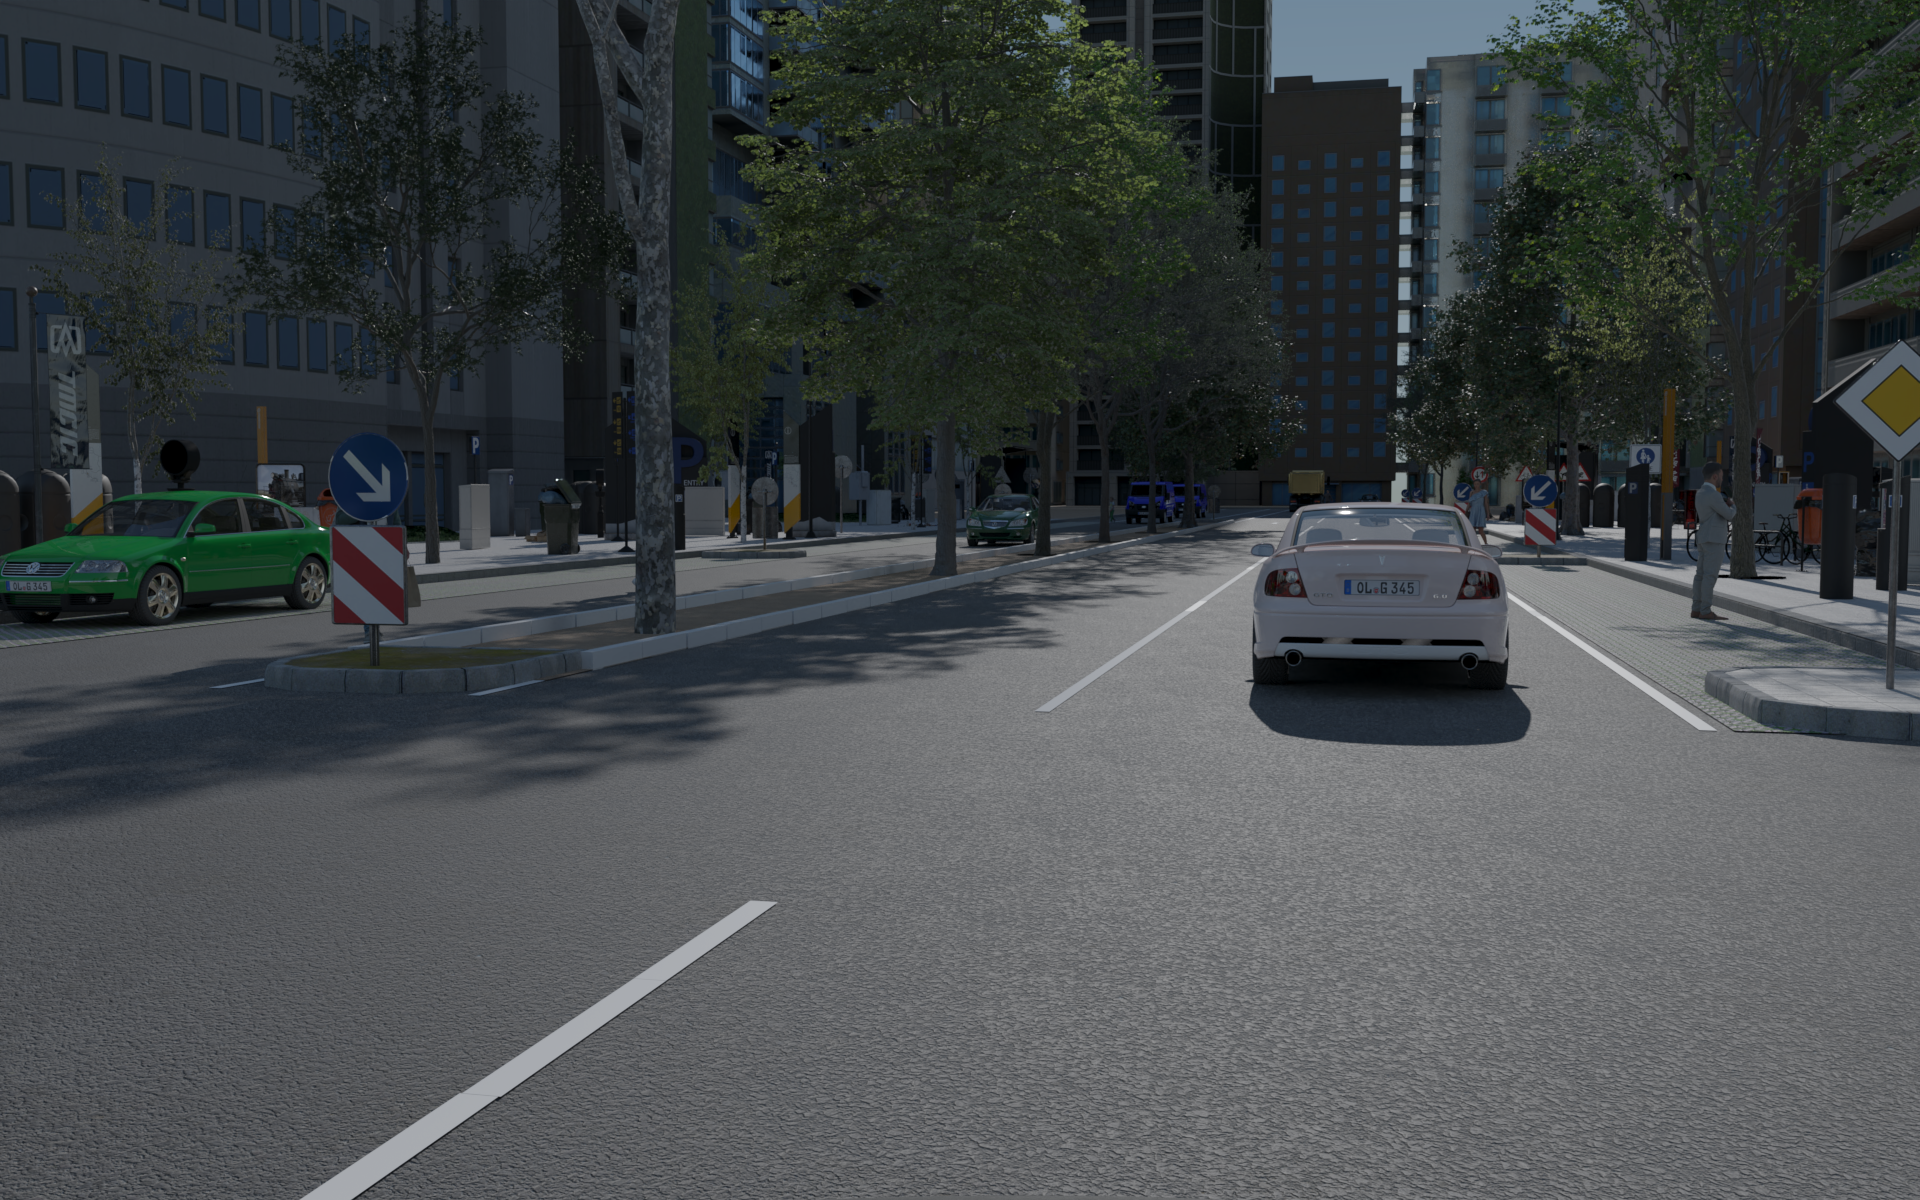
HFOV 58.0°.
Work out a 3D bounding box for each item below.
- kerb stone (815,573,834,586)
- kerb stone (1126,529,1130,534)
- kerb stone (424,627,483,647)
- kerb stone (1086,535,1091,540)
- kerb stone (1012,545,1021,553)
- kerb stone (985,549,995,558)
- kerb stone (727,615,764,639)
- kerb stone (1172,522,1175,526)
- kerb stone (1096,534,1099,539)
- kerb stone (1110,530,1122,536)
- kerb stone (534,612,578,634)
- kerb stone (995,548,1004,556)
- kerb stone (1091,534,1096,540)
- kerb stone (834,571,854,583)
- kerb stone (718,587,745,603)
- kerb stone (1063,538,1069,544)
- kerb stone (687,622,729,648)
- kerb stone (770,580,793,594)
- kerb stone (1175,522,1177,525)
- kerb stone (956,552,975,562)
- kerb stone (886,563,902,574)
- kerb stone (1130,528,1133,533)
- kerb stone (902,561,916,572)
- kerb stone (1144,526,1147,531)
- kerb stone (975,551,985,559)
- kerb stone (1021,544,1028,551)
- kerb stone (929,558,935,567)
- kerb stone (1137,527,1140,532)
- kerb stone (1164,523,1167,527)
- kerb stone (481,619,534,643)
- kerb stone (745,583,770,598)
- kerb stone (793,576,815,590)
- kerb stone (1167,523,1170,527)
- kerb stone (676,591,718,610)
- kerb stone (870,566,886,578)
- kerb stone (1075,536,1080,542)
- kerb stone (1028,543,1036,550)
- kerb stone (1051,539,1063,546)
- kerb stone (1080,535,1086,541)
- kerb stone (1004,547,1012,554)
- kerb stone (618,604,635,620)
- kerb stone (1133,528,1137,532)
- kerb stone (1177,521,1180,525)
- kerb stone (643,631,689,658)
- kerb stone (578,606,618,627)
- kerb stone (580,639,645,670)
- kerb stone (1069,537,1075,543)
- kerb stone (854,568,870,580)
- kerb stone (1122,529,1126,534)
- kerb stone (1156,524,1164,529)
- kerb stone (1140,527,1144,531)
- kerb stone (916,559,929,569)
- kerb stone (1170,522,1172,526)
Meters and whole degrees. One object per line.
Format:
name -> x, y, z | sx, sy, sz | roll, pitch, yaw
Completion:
kerb stone -> -2.209, -0.296, 27.044 | 0.120, 0.150, 1.000 | 1, 4, 13
kerb stone -> 5.870, -2.436, 62.017 | 0.120, 0.150, 1.000 | 1, 4, 13
kerb stone -> -4.742, 0.379, 16.041 | 0.120, 0.150, 1.000 | 1, 4, 13
kerb stone -> 3.796, -1.885, 53.026 | 0.120, 0.150, 1.000 | 1, 4, 13
kerb stone -> 1.255, -1.214, 42.044 | 0.120, 0.150, 1.000 | 1, 4, 13
kerb stone -> 0.561, -1.030, 39.045 | 0.120, 0.150, 1.000 | 1, 4, 13
kerb stone -> -2.237, 0.284, 17.552 | 0.120, 0.150, 1.000 | 1, 4, 13
kerb stone -> 9.328, -3.353, 77.021 | 0.120, 0.150, 1.000 | 1, 4, 13
kerb stone -> 4.254, -2.008, 55.018 | 0.120, 0.150, 1.000 | 1, 4, 13
kerb stone -> 5.403, -2.313, 60.017 | 0.120, 0.150, 1.000 | 1, 4, 13
kerb stone -> -4.287, 0.254, 18.045 | 0.120, 0.150, 1.000 | 1, 4, 13
kerb stone -> 0.790, -1.091, 40.041 | 0.120, 0.150, 1.000 | 1, 4, 13
kerb stone -> 4.028, -1.947, 54.021 | 0.120, 0.150, 1.000 | 1, 4, 13
kerb stone -> -1.962, -0.358, 28.047 | 0.120, 0.150, 1.000 | 1, 4, 13
kerb stone -> -3.131, -0.050, 23.053 | 0.120, 0.150, 1.000 | 1, 4, 13
kerb stone -> 2.873, -1.638, 49.029 | 0.120, 0.150, 1.000 | 1, 4, 13
kerb stone -> -2.466, 0.350, 16.555 | 0.120, 0.150, 1.000 | 1, 4, 13
kerb stone -> -2.666, -0.174, 25.043 | 0.120, 0.150, 1.000 | 1, 4, 13
kerb stone -> 9.572, -3.414, 78.014 | 0.120, 0.150, 1.000 | 1, 4, 13
kerb stone -> 0.109, -0.908, 37.051 | 0.120, 0.150, 1.000 | 1, 4, 13
kerb stone -> -1.277, -0.541, 31.047 | 0.120, 0.150, 1.000 | 1, 4, 13
kerb stone -> 6.092, -2.497, 63.015 | 0.120, 0.150, 1.000 | 1, 4, 13
kerb stone -> -1.053, -0.601, 32.047 | 0.120, 0.150, 1.000 | 1, 4, 13
kerb stone -> 7.019, -2.741, 67.012 | 0.120, 0.150, 1.000 | 1, 4, 13
kerb stone -> 0.332, -0.970, 38.048 | 0.120, 0.150, 1.000 | 1, 4, 13
kerb stone -> 1.486, -1.274, 43.040 | 0.120, 0.150, 1.000 | 1, 4, 13
kerb stone -> -0.580, -0.725, 34.047 | 0.120, 0.150, 1.000 | 1, 4, 13
kerb stone -> 6.554, -2.616, 65.014 | 0.120, 0.150, 1.000 | 1, 4, 13
kerb stone -> 8.632, -3.168, 73.990 | 0.120, 0.150, 1.000 | 1, 4, 13
kerb stone -> -4.510, 0.315, 17.048 | 0.120, 0.150, 1.000 | 1, 4, 13
kerb stone -> -2.890, -0.109, 24.046 | 0.120, 0.150, 1.000 | 1, 4, 13
kerb stone -> -2.427, -0.235, 26.041 | 0.120, 0.150, 1.000 | 1, 4, 13
kerb stone -> 8.868, -3.229, 74.997 | 0.120, 0.150, 1.000 | 1, 4, 13
kerb stone -> -3.355, 0.013, 22.051 | 0.120, 0.150, 1.000 | 1, 4, 13
kerb stone -> -1.513, -0.481, 30.052 | 0.120, 0.150, 1.000 | 1, 4, 13
kerb stone -> 3.335, -1.764, 51.034 | 0.120, 0.150, 1.000 | 1, 4, 13
kerb stone -> 1.717, -1.335, 44.035 | 0.120, 0.150, 1.000 | 1, 4, 13
kerb stone -> 2.639, -1.580, 48.027 | 0.120, 0.150, 1.000 | 1, 4, 13
kerb stone -> 3.563, -1.822, 52.030 | 0.120, 0.150, 1.000 | 1, 4, 13
kerb stone -> 1.021, -1.152, 41.039 | 0.120, 0.150, 1.000 | 1, 4, 13
kerb stone -> -3.816, 0.134, 20.052 | 0.120, 0.150, 1.000 | 1, 4, 13
kerb stone -> 6.323, -2.558, 64.011 | 0.120, 0.150, 1.000 | 1, 4, 13
kerb stone -> 9.789, -3.471, 79.014 | 0.120, 0.150, 1.000 | 1, 4, 13
kerb stone -> -2.705, 0.408, 15.560 | 0.120, 0.150, 1.000 | 1, 4, 13
kerb stone -> -4.049, 0.196, 19.044 | 0.120, 0.150, 1.000 | 1, 4, 13
kerb stone -> -2.928, 0.467, 14.562 | 0.120, 0.150, 1.000 | 1, 4, 13
kerb stone -> 3.103, -1.703, 50.038 | 0.120, 0.150, 1.000 | 1, 4, 13
kerb stone -> -1.743, -0.414, 29.051 | 0.120, 0.150, 1.000 | 1, 4, 13
kerb stone -> 5.625, -2.372, 61.023 | 0.120, 0.150, 1.000 | 1, 4, 13
kerb stone -> 8.397, -3.107, 72.994 | 0.120, 0.150, 1.000 | 1, 4, 13
kerb stone -> 6.787, -2.680, 66.017 | 0.120, 0.150, 1.000 | 1, 4, 13
kerb stone -> -0.816, -0.660, 33.043 | 0.120, 0.150, 1.000 | 1, 4, 13
kerb stone -> 9.092, -3.291, 76.007 | 0.120, 0.150, 1.000 | 1, 4, 13
